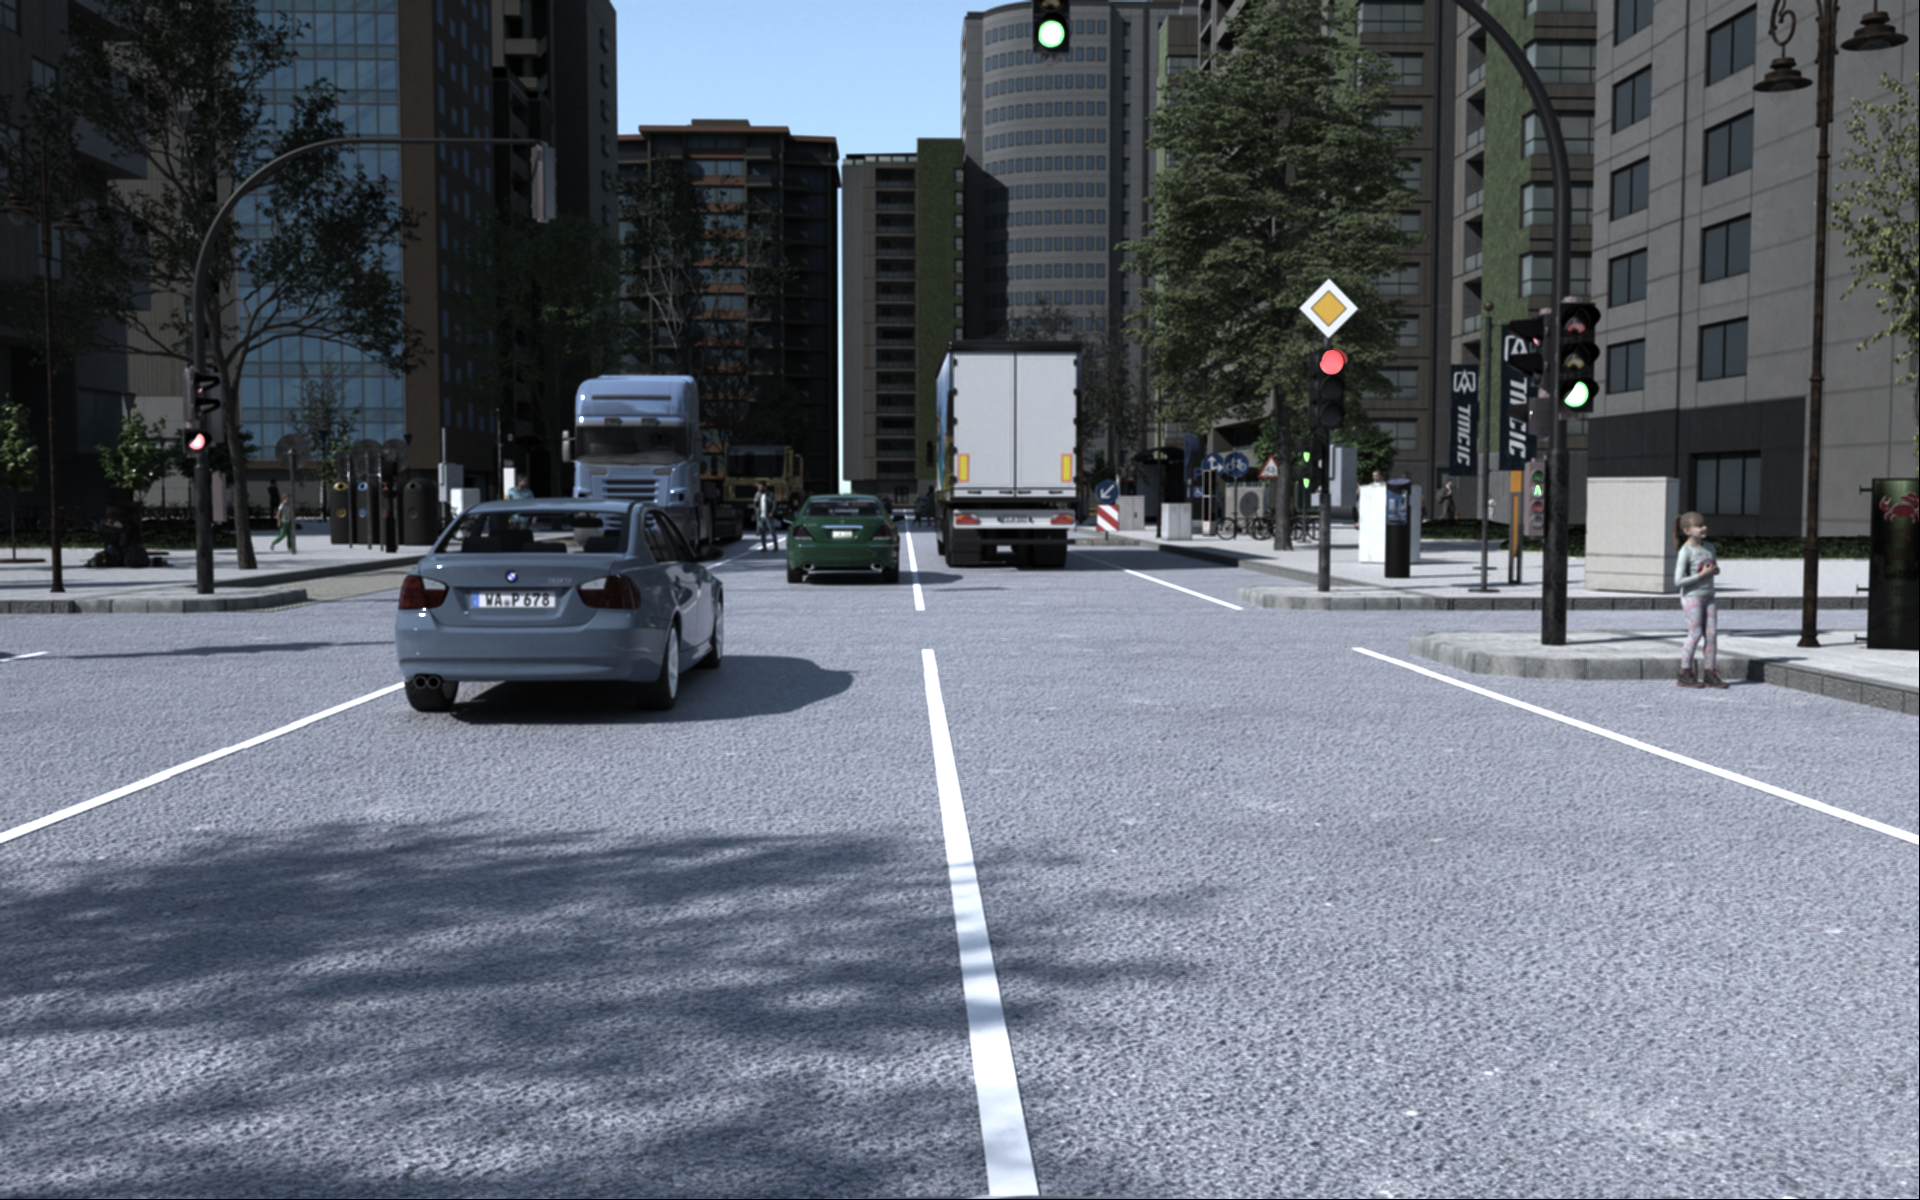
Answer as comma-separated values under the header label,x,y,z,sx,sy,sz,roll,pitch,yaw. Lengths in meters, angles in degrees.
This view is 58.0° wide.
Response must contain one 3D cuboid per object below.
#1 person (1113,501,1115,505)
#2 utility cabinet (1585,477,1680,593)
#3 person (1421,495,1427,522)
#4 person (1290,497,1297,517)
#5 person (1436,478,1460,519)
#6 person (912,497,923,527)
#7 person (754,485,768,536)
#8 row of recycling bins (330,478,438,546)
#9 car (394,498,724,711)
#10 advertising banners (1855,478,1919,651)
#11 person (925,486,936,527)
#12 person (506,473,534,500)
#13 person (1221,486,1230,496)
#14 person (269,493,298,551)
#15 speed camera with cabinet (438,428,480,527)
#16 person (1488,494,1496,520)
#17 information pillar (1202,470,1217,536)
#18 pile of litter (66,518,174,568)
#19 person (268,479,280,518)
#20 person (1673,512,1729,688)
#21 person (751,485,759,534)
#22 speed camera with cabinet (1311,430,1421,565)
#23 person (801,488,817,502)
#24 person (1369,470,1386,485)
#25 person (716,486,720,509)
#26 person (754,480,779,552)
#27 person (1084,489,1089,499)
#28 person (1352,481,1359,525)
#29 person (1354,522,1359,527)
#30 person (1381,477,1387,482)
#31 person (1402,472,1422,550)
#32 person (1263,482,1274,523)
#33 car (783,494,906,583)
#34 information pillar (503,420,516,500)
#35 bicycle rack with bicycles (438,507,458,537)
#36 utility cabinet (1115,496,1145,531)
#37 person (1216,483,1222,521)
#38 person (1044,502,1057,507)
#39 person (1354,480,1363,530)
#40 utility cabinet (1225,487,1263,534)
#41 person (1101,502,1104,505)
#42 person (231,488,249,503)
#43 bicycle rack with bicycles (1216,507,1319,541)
label,x,y,z,sx,sy,sz,roll,pitch,yaw
person,9.611,-6.218,107.568,0.709,1.838,0.599,1,4,10
utility cabinet,8.783,-0.854,22.640,0.318,1.500,1.173,-2,4,-34
person,17.949,-3.455,67.195,0.362,1.253,0.373,-2,4,-32
person,18.319,-5.465,95.610,0.699,1.804,1.509,2,4,29
person,17.194,-3.375,61.196,0.822,1.834,0.622,3,4,38
person,-1.849,-3.834,75.432,0.306,1.304,0.590,-3,5,-40
person,-6.778,-3.127,59.725,0.635,1.810,0.391,-1,4,-17
row of recycling bins,-14.623,-2.254,43.967,3.534,1.692,1.069,2,4,30
car,-2.800,-0.046,12.758,2.014,1.417,4.499,0,4,-2
advertising banners,8.359,-1.079,13.826,2.074,3.025,0.090,2,4,28
person,-1.220,-4.004,74.213,0.529,1.795,0.600,0,4,-1
person,-8.656,-1.583,34.250,0.638,1.841,0.748,0,4,3
person,14.957,-5.542,97.224,0.524,1.755,0.480,-1,4,-18
person,-15.191,-1.748,38.869,0.590,1.304,0.306,-1,4,-9
speed camera with cabinet,-14.845,-3.486,51.338,0.660,3.252,2.038,-2,4,-35
person,19.589,-3.281,63.969,0.425,1.301,0.394,2,4,27
information pillar,7.604,-2.953,52.778,0.304,2.012,0.304,-3,5,-43
pile of litter,-14.803,-1.012,30.510,1.719,0.858,1.176,1,4,13
person,-28.543,-4.089,72.267,0.648,1.900,0.474,1,4,18
person,5.502,-0.003,12.833,0.425,1.301,0.394,-3,5,-41
person,-7.192,-3.283,62.532,0.624,1.780,0.694,-3,5,-43
speed camera with cabinet,7.517,-2.308,32.072,0.660,3.252,2.038,-3,5,-44
person,-9.141,-6.010,106.778,1.348,1.821,0.705,-1,4,-9
person,9.072,-1.917,37.508,0.709,1.813,0.853,3,5,40
person,-16.257,-6.678,115.096,0.599,1.838,0.709,3,4,36
person,-4.788,-2.071,42.715,0.623,1.781,0.721,1,4,12
person,11.941,-9.578,163.356,0.721,1.735,1.217,2,4,24
person,15.242,-3.663,66.281,0.601,1.785,0.444,2,4,28
person,11.055,-2.099,45.857,1.012,1.151,0.738,3,5,43
person,12.943,-2.855,52.811,0.616,1.811,0.778,0,4,4
person,10.136,-2.001,39.156,0.661,1.777,0.834,-1,4,-11
person,13.749,-4.369,77.349,0.818,1.842,0.514,0,4,7
car,-1.965,-1.074,29.354,2.131,1.459,4.920,0,4,-3
information pillar,-14.207,-3.875,54.705,0.504,3.616,0.183,2,4,32
bicycle rack with bicycles,-14.377,-2.111,47.894,2.925,0.926,2.852,-1,4,-16
utility cabinet,5.927,-3.011,60.392,1.020,1.237,0.306,0,4,4
person,12.337,-4.754,83.626,0.638,1.841,0.748,0,4,1
person,3.390,-3.412,64.647,0.716,1.782,0.532,-3,5,-40
person,14.278,-3.385,61.669,0.678,1.792,0.850,-2,4,-31
utility cabinet,9.008,-2.825,54.870,1.173,1.500,0.318,1,4,11
person,12.916,-9.215,156.715,1.348,1.824,0.705,0,4,2
person,-26.974,-3.594,64.912,0.679,1.850,0.850,0,4,-3
bicycle rack with bicycles,8.982,-2.166,48.801,2.925,0.926,2.852,2,4,29
